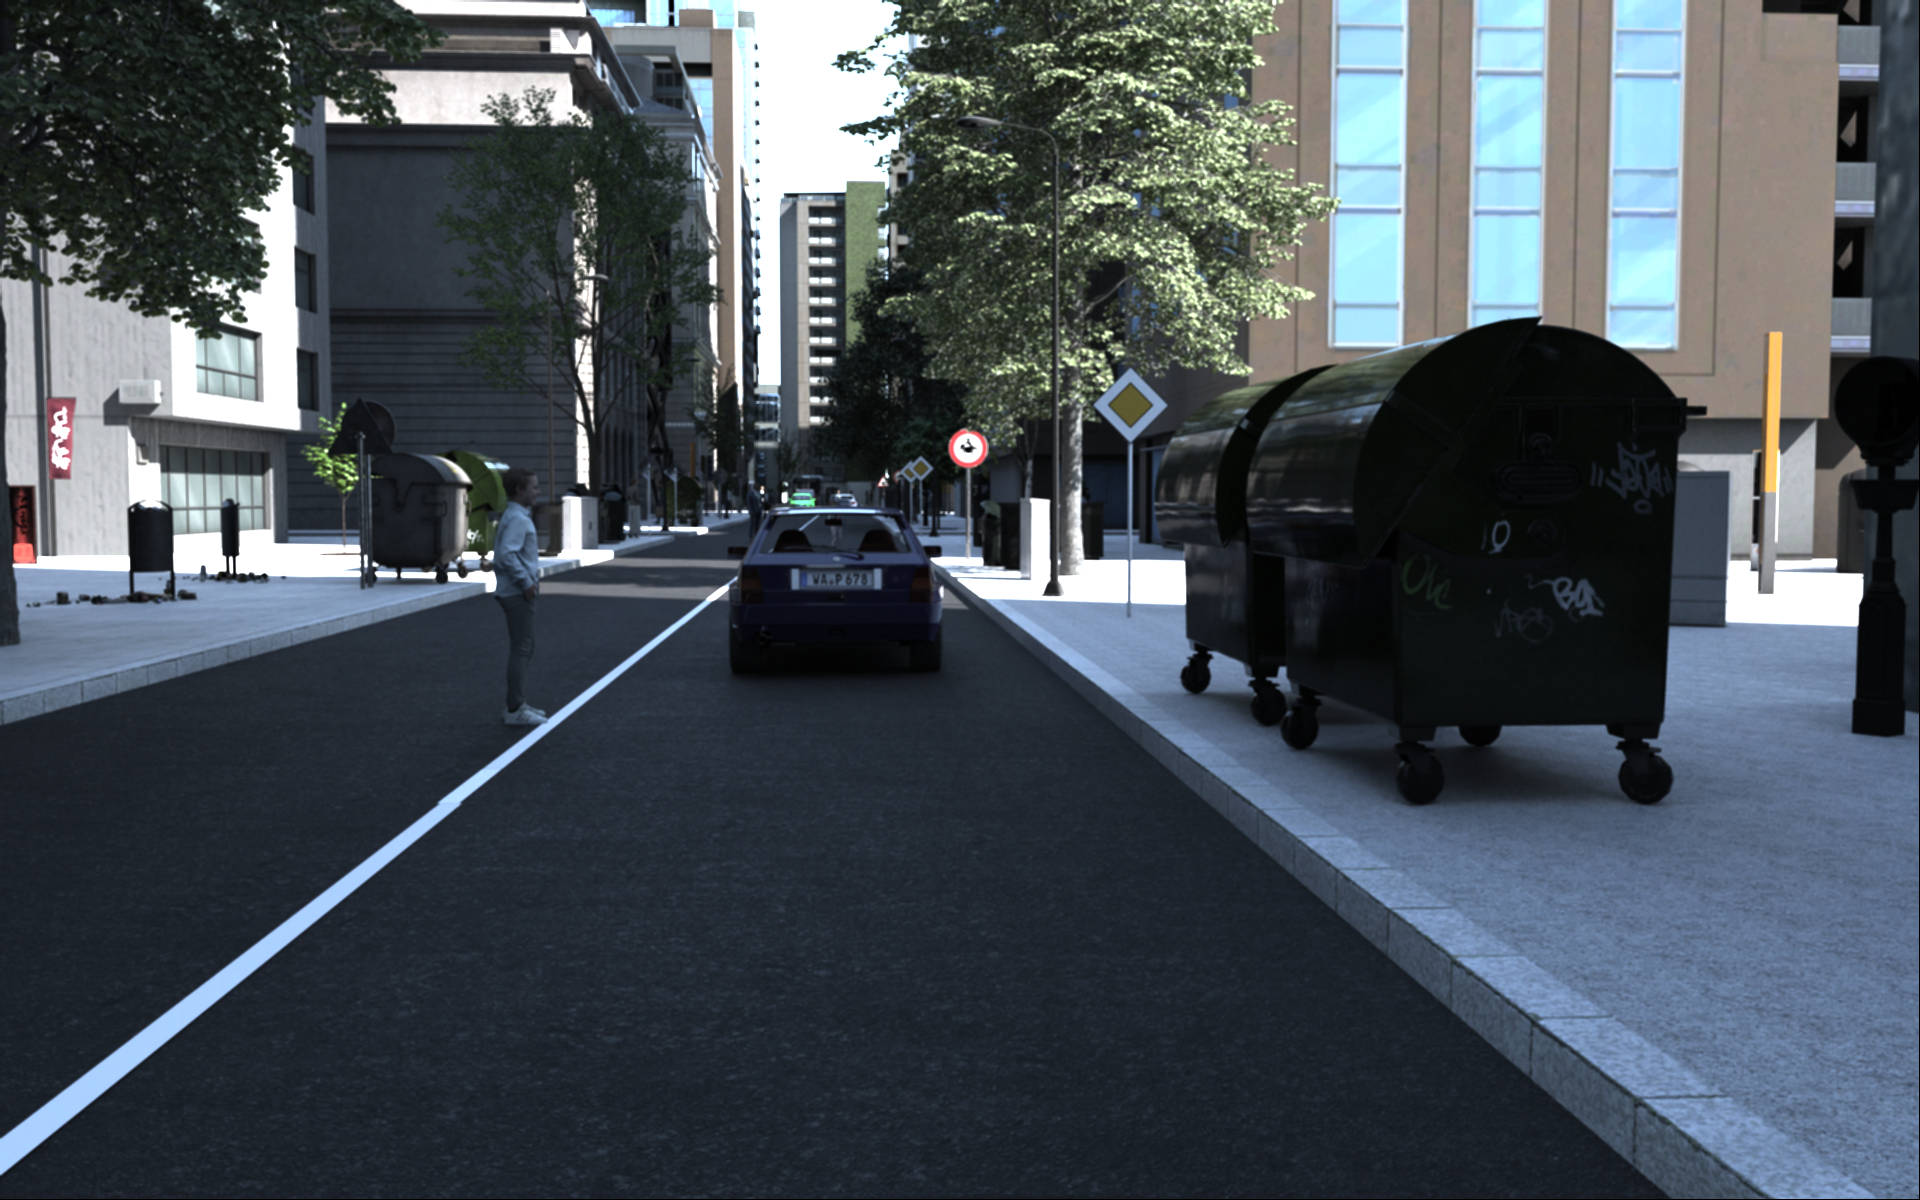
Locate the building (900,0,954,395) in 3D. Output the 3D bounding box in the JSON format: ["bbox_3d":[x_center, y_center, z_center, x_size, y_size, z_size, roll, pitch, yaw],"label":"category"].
[{"bbox_3d":[8.741,-35.511,169.843,28.713,52.752,27.495,0,4,-4],"label":"building"}]

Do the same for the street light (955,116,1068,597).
[{"bbox_3d":[0.643,-2.996,21.521,1.470,5.913,1.316,0,4,-4],"label":"street light"}]

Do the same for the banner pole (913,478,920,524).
[{"bbox_3d":[-1.874,-5.187,74.827,0.401,3.779,0.863,0,4,-2],"label":"banner pole"}]

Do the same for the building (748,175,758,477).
[{"bbox_3d":[-34.486,-30.427,189.363,23.993,40.220,32.217,0,4,-4],"label":"building"}]

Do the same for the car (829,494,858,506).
[{"bbox_3d":[-8.136,-6.679,121.202,2.014,1.417,4.499,0,4,-5],"label":"car"}]

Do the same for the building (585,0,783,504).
[{"bbox_3d":[-39.455,-56.048,229.055,31.000,86.520,22.319,0,4,-4],"label":"building"}]

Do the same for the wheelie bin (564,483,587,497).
[{"bbox_3d":[-10.688,-2.490,48.621,0.693,1.594,0.980,1,4,12],"label":"wheelie bin"}]

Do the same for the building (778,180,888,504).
[{"bbox_3d":[-16.673,-33.270,227.555,14.086,41.232,14.154,0,4,-4],"label":"building"}]

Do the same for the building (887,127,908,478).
[{"bbox_3d":[0.944,-37.214,232.145,21.600,48.544,21.300,0,4,-4],"label":"building"}]

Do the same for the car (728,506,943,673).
[{"bbox_3d":[-1.100,-0.166,15.298,1.945,1.354,3.894,0,4,-4],"label":"car"}]

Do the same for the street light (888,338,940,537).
[{"bbox_3d":[-1.317,-4.849,51.827,1.470,5.913,1.316,0,4,-4],"label":"street light"}]

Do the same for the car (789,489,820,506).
[{"bbox_3d":[-11.816,-7.538,131.917,2.281,1.827,5.304,0,4,-3],"label":"car"}]

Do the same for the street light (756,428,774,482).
[{"bbox_3d":[-13.720,-9.114,121.547,1.470,5.913,1.316,0,4,-4],"label":"street light"}]

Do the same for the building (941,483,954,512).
[{"bbox_3d":[9.004,-41.952,124.175,20.563,71.187,20.611,0,4,-4],"label":"building"}]

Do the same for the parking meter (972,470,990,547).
[{"bbox_3d":[0.518,-2.235,42.252,0.399,1.863,0.255,-2,4,-34],"label":"parking meter"}]

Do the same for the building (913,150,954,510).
[{"bbox_3d":[2.904,-23.054,148.632,14.160,30.474,14.107,0,4,-4],"label":"building"}]

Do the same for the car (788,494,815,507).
[{"bbox_3d":[-11.270,-7.008,123.373,1.959,1.807,4.718,0,4,-5],"label":"car"}]

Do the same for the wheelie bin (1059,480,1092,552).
[{"bbox_3d":[2.470,-1.845,38.072,0.980,1.594,0.693,3,4,37],"label":"wheelie bin"}]

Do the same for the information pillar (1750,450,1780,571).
[{"bbox_3d":[13.412,-1.491,28.877,0.304,2.012,0.304,-3,4,-37],"label":"information pillar"}]

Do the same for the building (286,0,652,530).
[{"bbox_3d":[-20.456,-14.128,72.798,13.314,21.916,24.055,0,4,-4],"label":"building"}]

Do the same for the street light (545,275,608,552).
[{"bbox_3d":[-8.159,-3.931,36.814,1.470,5.913,1.316,0,4,-4],"label":"street light"}]

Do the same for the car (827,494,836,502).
[{"bbox_3d":[-10.835,-8.658,153.554,2.014,1.417,4.499,0,4,-4],"label":"car"}]

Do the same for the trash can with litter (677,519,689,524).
[{"bbox_3d":[-11.514,-3.808,73.650,1.055,1.170,0.624,1,4,12],"label":"trash can with litter"}]

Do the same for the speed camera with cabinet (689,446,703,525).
[{"bbox_3d":[-10.917,-4.720,71.509,0.660,3.252,2.038,0,4,-7],"label":"speed camera with cabinet"}]

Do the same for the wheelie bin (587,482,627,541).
[{"bbox_3d":[-9.534,-2.408,47.273,0.980,1.594,0.693,3,5,43],"label":"wheelie bin"}]

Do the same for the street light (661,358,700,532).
[{"bbox_3d":[-9.586,-5.309,59.346,1.470,5.913,1.316,0,4,-4],"label":"street light"}]

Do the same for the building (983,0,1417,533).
[{"bbox_3d":[8.449,-25.536,67.632,14.200,45.320,14.600,0,4,-4],"label":"building"}]

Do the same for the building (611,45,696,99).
[{"bbox_3d":[-34.873,-27.686,144.544,32.217,40.220,23.993,0,4,-4],"label":"building"}]

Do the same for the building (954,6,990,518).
[{"bbox_3d":[6.560,-25.442,99.573,14.154,41.232,14.086,0,4,-4],"label":"building"}]

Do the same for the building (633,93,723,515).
[{"bbox_3d":[-23.341,-20.245,116.906,13.634,28.700,20.117,0,4,-4],"label":"building"}]

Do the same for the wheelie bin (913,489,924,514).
[{"bbox_3d":[-2.737,-6.280,110.590,0.980,1.594,0.693,0,4,0],"label":"wheelie bin"}]

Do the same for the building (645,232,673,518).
[{"bbox_3d":[-24.130,-13.801,93.092,16.820,18.784,16.811,0,4,-4],"label":"building"}]

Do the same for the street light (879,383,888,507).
[{"bbox_3d":[-2.657,-6.118,72.571,1.470,5.913,1.316,0,4,-4],"label":"street light"}]

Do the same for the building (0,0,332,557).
[{"bbox_3d":[-23.331,-16.463,40.869,14.107,30.474,14.160,0,4,-4],"label":"building"}]

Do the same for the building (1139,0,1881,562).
[{"bbox_3d":[11.695,-23.724,37.995,14.600,45.320,14.200,0,4,-4],"label":"building"}]

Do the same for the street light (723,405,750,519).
[{"bbox_3d":[-11.644,-7.199,90.244,1.470,5.913,1.316,0,4,-4],"label":"street light"}]

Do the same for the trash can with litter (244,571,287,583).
[{"bbox_3d":[-10.853,-0.894,25.676,1.678,1.210,2.233,-2,4,-33],"label":"trash can with litter"}]

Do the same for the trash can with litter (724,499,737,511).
[{"bbox_3d":[-17.618,-7.450,133.200,1.055,1.170,0.624,1,4,19],"label":"trash can with litter"}]

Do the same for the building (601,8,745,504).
[{"bbox_3d":[-27.879,-31.457,164.425,14.600,45.320,14.200,0,4,-4],"label":"building"}]

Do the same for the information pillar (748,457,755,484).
[{"bbox_3d":[-13.044,-7.170,108.585,0.504,3.616,0.183,3,4,36],"label":"information pillar"}]
